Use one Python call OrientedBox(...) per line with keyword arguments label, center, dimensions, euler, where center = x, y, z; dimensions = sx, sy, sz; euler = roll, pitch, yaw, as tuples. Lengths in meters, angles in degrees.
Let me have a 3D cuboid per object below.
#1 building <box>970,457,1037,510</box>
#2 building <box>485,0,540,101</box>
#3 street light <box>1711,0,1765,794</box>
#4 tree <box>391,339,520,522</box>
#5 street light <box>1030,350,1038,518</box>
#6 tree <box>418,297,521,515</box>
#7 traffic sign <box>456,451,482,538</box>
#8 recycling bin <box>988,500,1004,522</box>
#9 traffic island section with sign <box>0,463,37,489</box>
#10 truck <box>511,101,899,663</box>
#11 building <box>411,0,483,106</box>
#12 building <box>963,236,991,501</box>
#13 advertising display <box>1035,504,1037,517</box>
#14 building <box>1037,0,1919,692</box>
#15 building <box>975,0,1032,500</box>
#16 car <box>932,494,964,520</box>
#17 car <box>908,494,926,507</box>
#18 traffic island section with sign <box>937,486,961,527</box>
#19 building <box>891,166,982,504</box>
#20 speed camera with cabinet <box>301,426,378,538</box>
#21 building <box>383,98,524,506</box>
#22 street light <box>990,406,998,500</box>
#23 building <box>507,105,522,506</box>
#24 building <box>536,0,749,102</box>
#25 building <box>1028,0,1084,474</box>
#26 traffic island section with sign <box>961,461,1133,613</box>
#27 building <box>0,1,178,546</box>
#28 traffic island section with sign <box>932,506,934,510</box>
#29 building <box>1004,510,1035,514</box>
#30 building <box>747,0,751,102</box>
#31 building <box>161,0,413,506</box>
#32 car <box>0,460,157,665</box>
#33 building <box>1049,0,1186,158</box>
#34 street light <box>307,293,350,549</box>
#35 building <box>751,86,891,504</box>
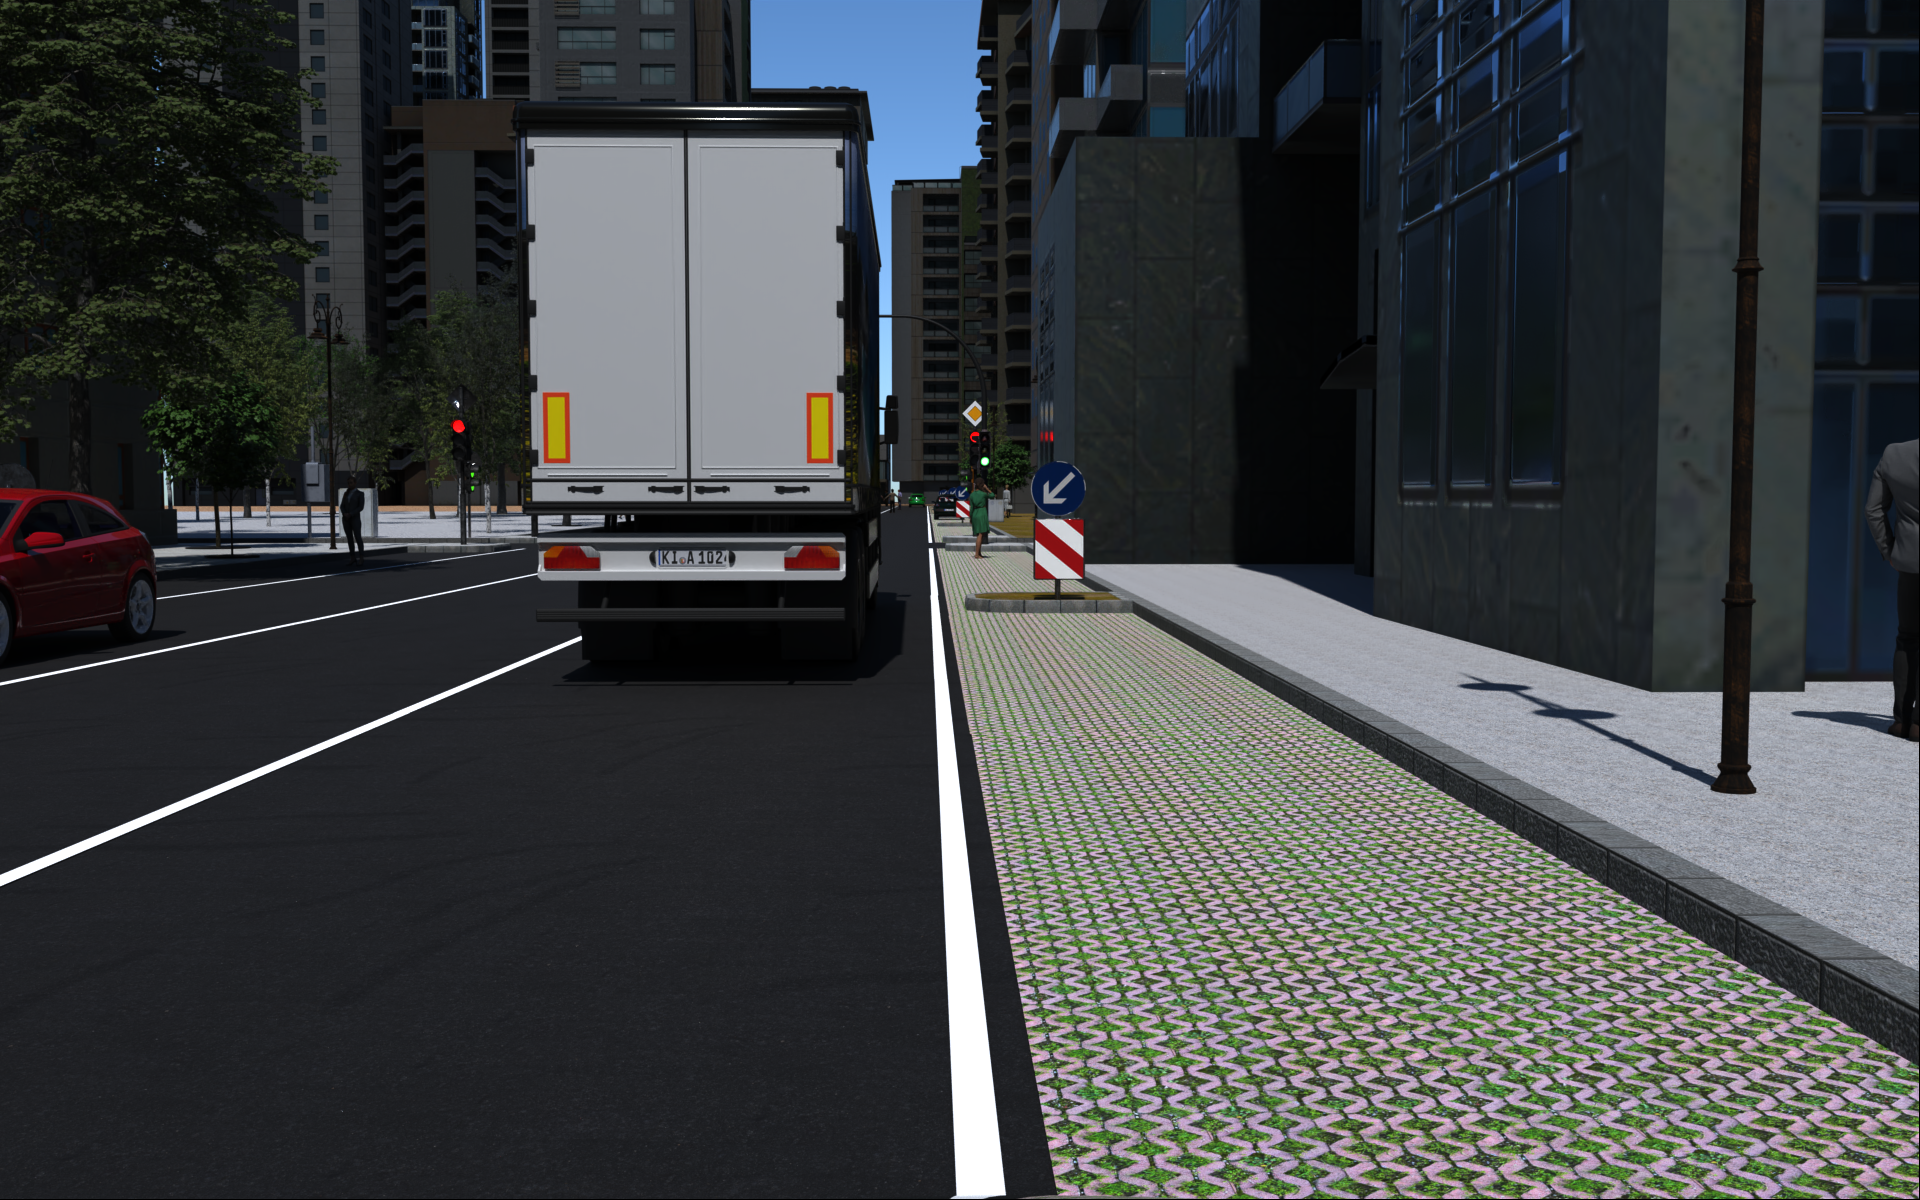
OrientedBox(label="building", center=(11.515, -45.144, 176.354), dimensions=(20.563, 71.187, 20.611), euler=(0, 4, -1))
OrientedBox(label="building", center=(-47.636, -47.826, 220.207), dimensions=(20.611, 71.187, 20.563), euler=(0, 4, -1))
OrientedBox(label="street light", center=(3.342, -2.111, 7.302), dimensions=(0.468, 5.910, 1.993), euler=(0, 4, -1))
OrientedBox(label="tree", center=(-22.752, -7.853, 78.763), dimensions=(4.737, 8.622, 4.395), euler=(0, 3, 0))
OrientedBox(label="street light", center=(2.450, -4.977, 54.167), dimensions=(0.468, 5.910, 1.993), euler=(0, 4, -1))
OrientedBox(label="tree", center=(-28.849, -12.328, 108.213), dimensions=(9.857, 13.997, 8.962), euler=(0, 3, 0))
OrientedBox(label="traffic sign", center=(-14.406, -3.101, 50.813), dimensions=(0.768, 2.556, 0.104), euler=(0, 4, -1))
OrientedBox(label="recycling bin", center=(1.634, -4.089, 79.401), dimensions=(0.722, 1.027, 0.722), euler=(0, 4, -4))
OrientedBox(label="traffic island section with sign", center=(-11.841, -0.762, 21.089), dimensions=(1.989, 1.847, 2.006), euler=(0, 4, -1))
OrientedBox(label="truck", center=(-2.102, -1.780, 18.021), dimensions=(2.839, 4.237, 11.283), euler=(0, 4, -1))
OrientedBox(label="building", center=(-73.949, -55.484, 219.841), dimensions=(31.000, 86.520, 22.319), euler=(0, 4, -1))
OrientedBox(label="building", center=(7.323, -25.904, 195.228), dimensions=(14.160, 30.474, 14.107), euler=(0, 4, -1))
OrientedBox(label="advertising display", center=(2.683, -2.823, 51.378), dimensions=(0.974, 1.923, 0.123), euler=(-1, 4, -21))
OrientedBox(label="building", center=(13.335, -43.519, 24.213), dimensions=(22.319, 86.520, 31.000), euler=(0, 4, -1))
OrientedBox(label="building", center=(12.589, -30.403, 151.714), dimensions=(22.147, 44.769, 28.867), euler=(0, 4, -1))
OrientedBox(label="car", center=(-0.600, -5.352, 97.296), dimensions=(2.009, 1.686, 4.222), euler=(0, 4, 0))
OrientedBox(label="car", center=(-4.634, -10.915, 187.249), dimensions=(1.959, 1.807, 4.718), euler=(0, 4, -1))
OrientedBox(label="traffic island section with sign", center=(-0.002, -4.167, 76.758), dimensions=(1.989, 1.847, 2.006), euler=(0, 4, -1))
OrientedBox(label="building", center=(-1.640, -32.709, 218.383), dimensions=(14.086, 41.232, 14.154), euler=(0, 4, -1))
OrientedBox(label="speed camera with cabinet", center=(-18.232, -3.459, 50.886), dimensions=(2.038, 3.252, 0.660), euler=(0, 4, -3))
OrientedBox(label="building", center=(-54.778, -33.225, 193.343), dimensions=(14.200, 45.320, 14.600), euler=(0, 4, -1))
OrientedBox(label="street light", center=(1.747, -7.140, 89.530), dimensions=(0.468, 5.910, 1.993), euler=(0, 4, -1))
OrientedBox(label="building", center=(-33.174, -32.740, 189.931), dimensions=(28.867, 44.769, 22.147), euler=(0, 4, -1))
OrientedBox(label="building", center=(-23.995, -27.552, 134.067), dimensions=(14.154, 41.232, 14.086), euler=(0, 4, -1))
OrientedBox(label="building", center=(10.768, -26.493, 83.278), dimensions=(14.600, 45.320, 14.200), euler=(0, 4, -1))
OrientedBox(label="traffic island section with sign", center=(1.065, -0.795, 21.624), dimensions=(1.989, 1.847, 2.006), euler=(0, 4, -1))
OrientedBox(label="building", center=(-34.172, -11.284, 29.535), dimensions=(28.899, 21.520, 27.650), euler=(0, 4, -1))
OrientedBox(label="traffic island section with sign", center=(-0.510, -5.815, 103.709), dimensions=(1.989, 1.847, 2.006), euler=(0, 4, -1))
OrientedBox(label="building", center=(13.566, -41.442, 115.827), dimensions=(20.563, 71.187, 20.611), euler=(0, 4, -1))
OrientedBox(label="building", center=(-28.276, -44.420, 164.512), dimensions=(20.563, 71.187, 20.611), euler=(0, 4, -1))
OrientedBox(label="building", center=(-72.589, -45.990, 190.191), dimensions=(20.611, 71.187, 20.563), euler=(0, 4, -1))
OrientedBox(label="car", center=(-8.796, -0.386, 15.358), dimensions=(2.155, 1.783, 4.494), euler=(0, 4, -2))
OrientedBox(label="building", center=(18.610, -27.245, 65.070), dimensions=(30.456, 49.044, 23.786), euler=(0, 4, -1))
OrientedBox(label="street light", center=(-14.560, -4.114, 40.055), dimensions=(0.468, 5.910, 1.993), euler=(0, 4, -1))
OrientedBox(label="building", center=(-23.086, -38.859, 224.576), dimensions=(27.495, 52.752, 28.713), euler=(0, 4, -1))
